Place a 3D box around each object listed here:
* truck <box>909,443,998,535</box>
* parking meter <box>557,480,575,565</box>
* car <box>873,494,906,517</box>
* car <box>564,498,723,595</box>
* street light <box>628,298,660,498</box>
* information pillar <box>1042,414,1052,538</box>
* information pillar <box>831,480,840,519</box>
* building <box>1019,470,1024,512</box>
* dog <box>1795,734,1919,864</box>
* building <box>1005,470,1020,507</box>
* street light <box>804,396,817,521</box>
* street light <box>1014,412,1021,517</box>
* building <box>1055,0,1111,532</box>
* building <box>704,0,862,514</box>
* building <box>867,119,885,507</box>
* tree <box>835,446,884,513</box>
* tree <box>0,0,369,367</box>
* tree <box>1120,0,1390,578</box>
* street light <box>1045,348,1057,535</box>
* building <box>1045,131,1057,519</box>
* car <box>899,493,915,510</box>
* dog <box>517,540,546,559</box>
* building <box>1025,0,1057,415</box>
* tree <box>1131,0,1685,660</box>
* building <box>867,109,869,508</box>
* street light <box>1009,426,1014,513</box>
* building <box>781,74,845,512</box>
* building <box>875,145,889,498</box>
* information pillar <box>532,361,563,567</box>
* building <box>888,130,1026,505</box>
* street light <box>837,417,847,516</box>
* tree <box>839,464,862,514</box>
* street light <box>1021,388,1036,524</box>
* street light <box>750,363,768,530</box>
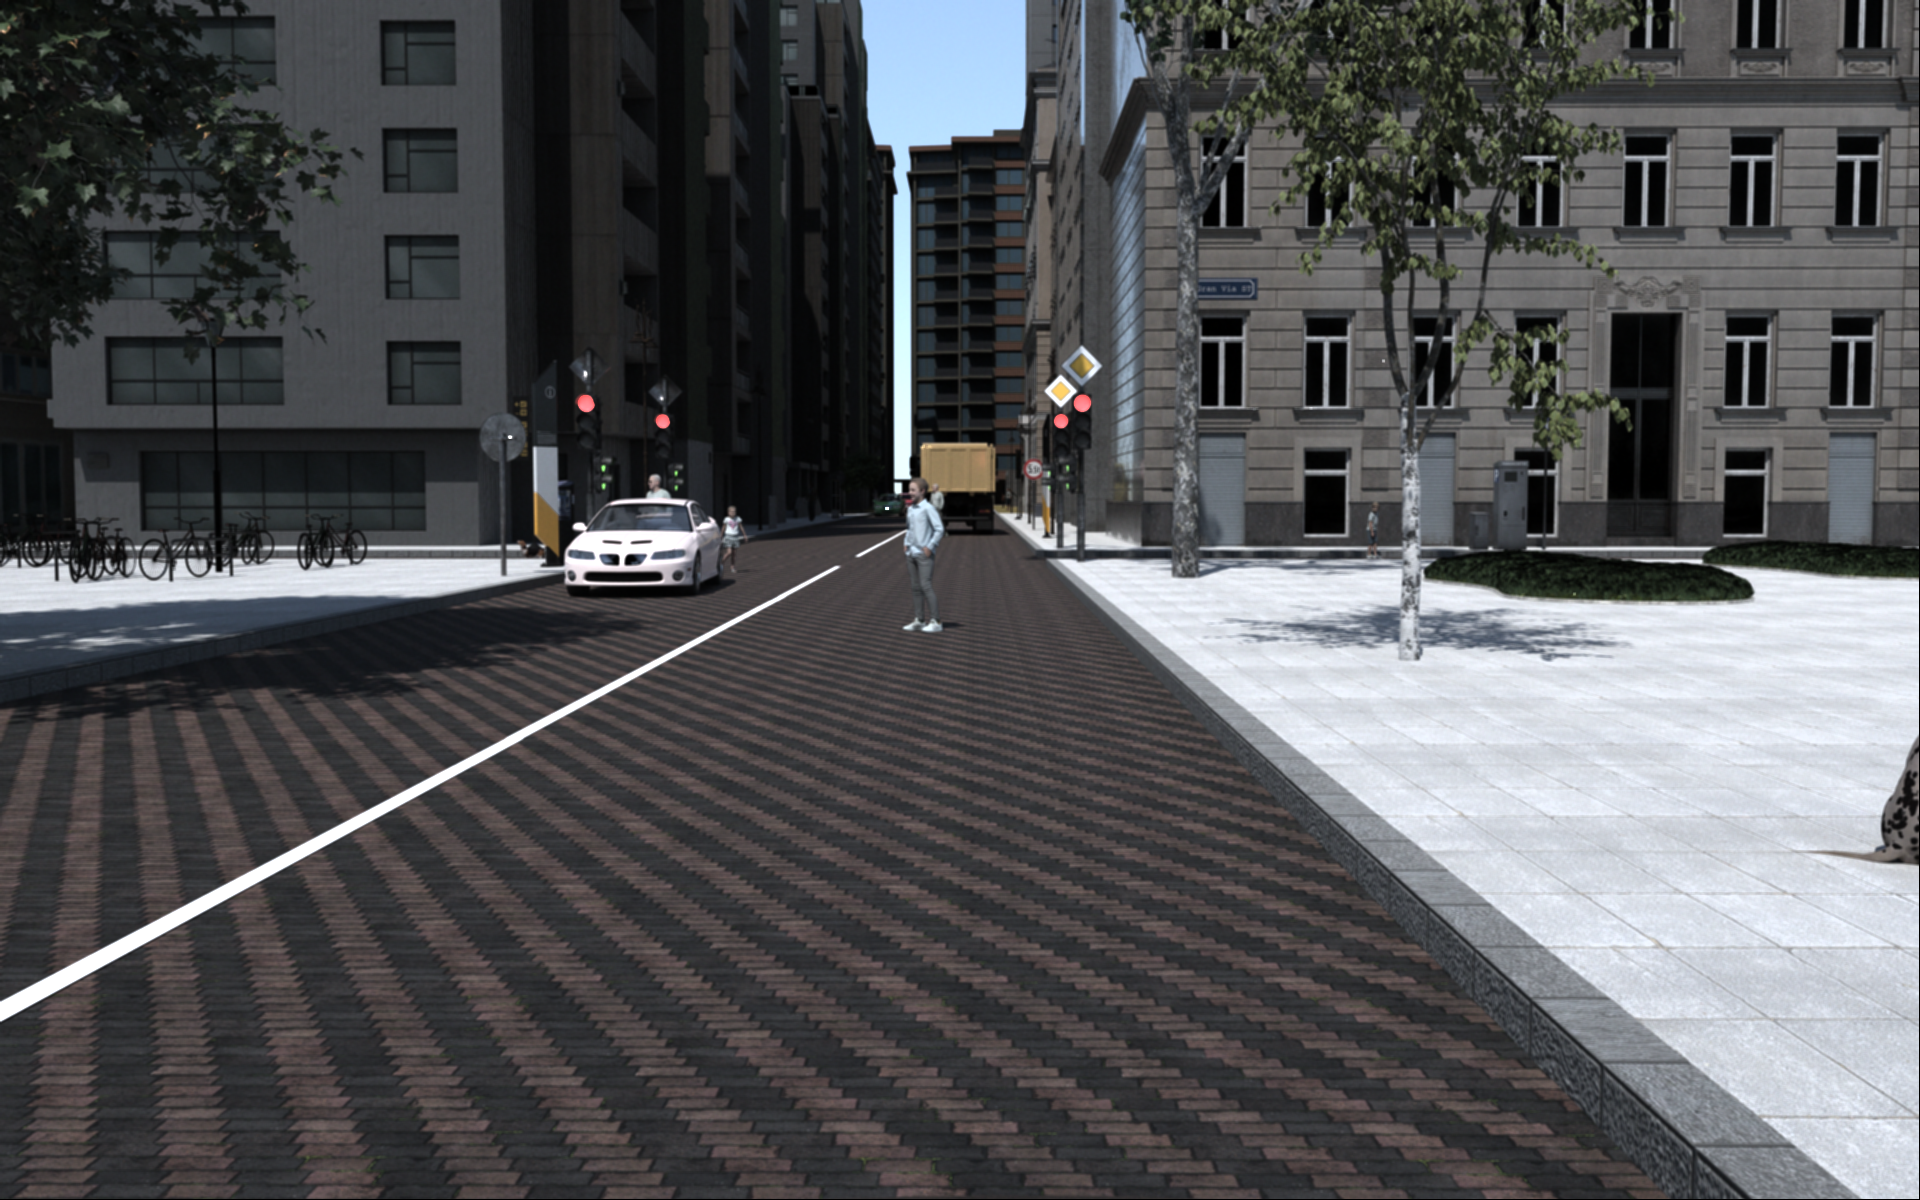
[{"bbox_3d":[-0.163,-4.175,64.178,3.469,3.379,9.791,0,4,-1],"label":"truck"},{"bbox_3d":[-7.150,-1.398,31.267,0.372,1.533,0.369,0,3,0],"label":"parking meter"},{"bbox_3d":[-4.469,-6.029,110.374,2.131,1.459,4.920,0,4,1],"label":"car"},{"bbox_3d":[-4.672,-0.838,26.068,2.083,1.381,4.827,0,4,-1],"label":"car"},{"bbox_3d":[-7.455,-4.174,41.034,0.468,5.910,1.993,0,4,0],"label":"street light"},{"bbox_3d":[2.533,-3.635,50.780,0.183,3.616,0.504,-1,4,-15],"label":"information pillar"},{"bbox_3d":[-6.522,-5.278,90.795,0.304,2.012,0.304,2,4,35],"label":"information pillar"},{"bbox_3d":[20.672,-26.720,128.750,32.217,40.220,23.993,0,4,0],"label":"building"},{"bbox_3d":[3.377,0.505,6.127,0.800,0.831,0.513,1,4,13],"label":"dog"},{"bbox_3d":[15.174,-45.323,179.290,20.563,71.187,20.611,0,4,0],"label":"building"},{"bbox_3d":[-7.036,-6.668,81.816,0.468,5.910,1.993,0,4,0],"label":"street light"},{"bbox_3d":[3.360,-7.494,95.316,0.468,5.910,1.993,0,4,0],"label":"street light"},{"bbox_3d":[10.212,-15.239,67.175,12.078,24.808,19.932,0,4,0],"label":"building"},{"bbox_3d":[-15.120,-27.744,137.201,14.154,41.232,14.086,0,4,0],"label":"building"},{"bbox_3d":[-19.868,-29.555,175.105,23.993,40.220,32.217,0,4,0],"label":"building"},{"bbox_3d":[-6.795,-8.193,117.676,4.285,4.588,4.351,0,3,0],"label":"tree"},{"bbox_3d":[-8.895,-5.801,11.863,9.611,12.733,9.660,0,3,0],"label":"tree"},{"bbox_3d":[4.695,-10.358,25.247,12.611,20.169,13.585,0,3,0],"label":"tree"},{"bbox_3d":[2.932,-5.012,54.732,0.468,5.910,1.993,0,4,0],"label":"street light"},{"bbox_3d":[9.513,-14.533,86.771,9.793,20.994,18.267,0,4,0],"label":"building"},{"bbox_3d":[-4.238,-7.737,135.535,2.155,1.783,4.494,0,4,0],"label":"car"},{"bbox_3d":[-8.561,-0.947,34.776,0.406,0.507,0.540,3,5,43],"label":"dog"},{"bbox_3d":[16.350,-37.481,154.805,21.231,58.520,28.212,0,4,0],"label":"building"},{"bbox_3d":[3.389,-3.827,12.940,4.737,8.622,4.395,0,3,0],"label":"tree"},{"bbox_3d":[-15.465,-28.608,151.329,14.154,41.232,14.086,0,4,0],"label":"building"},{"bbox_3d":[3.446,-8.729,115.511,0.468,5.910,1.993,0,4,0],"label":"street light"},{"bbox_3d":[-15.732,-21.484,122.960,14.160,30.474,14.107,0,4,0],"label":"building"},{"bbox_3d":[-22.285,-34.008,210.662,28.867,44.769,22.147,0,4,0],"label":"building"},{"bbox_3d":[-7.265,-2.389,30.419,0.183,3.616,0.504,3,4,38],"label":"information pillar"},{"bbox_3d":[6.587,-34.028,210.987,28.867,44.769,22.147,0,4,0],"label":"building"},{"bbox_3d":[-6.950,-7.904,102.025,0.468,5.910,1.993,0,4,0],"label":"street light"},{"bbox_3d":[-6.980,-7.061,110.048,1.663,3.219,1.824,0,3,0],"label":"tree"},{"bbox_3d":[3.024,-6.263,75.190,0.468,5.910,1.993,0,4,0],"label":"street light"},{"bbox_3d":[-7.065,-5.402,61.104,0.468,5.910,1.993,0,4,0],"label":"street light"}]
